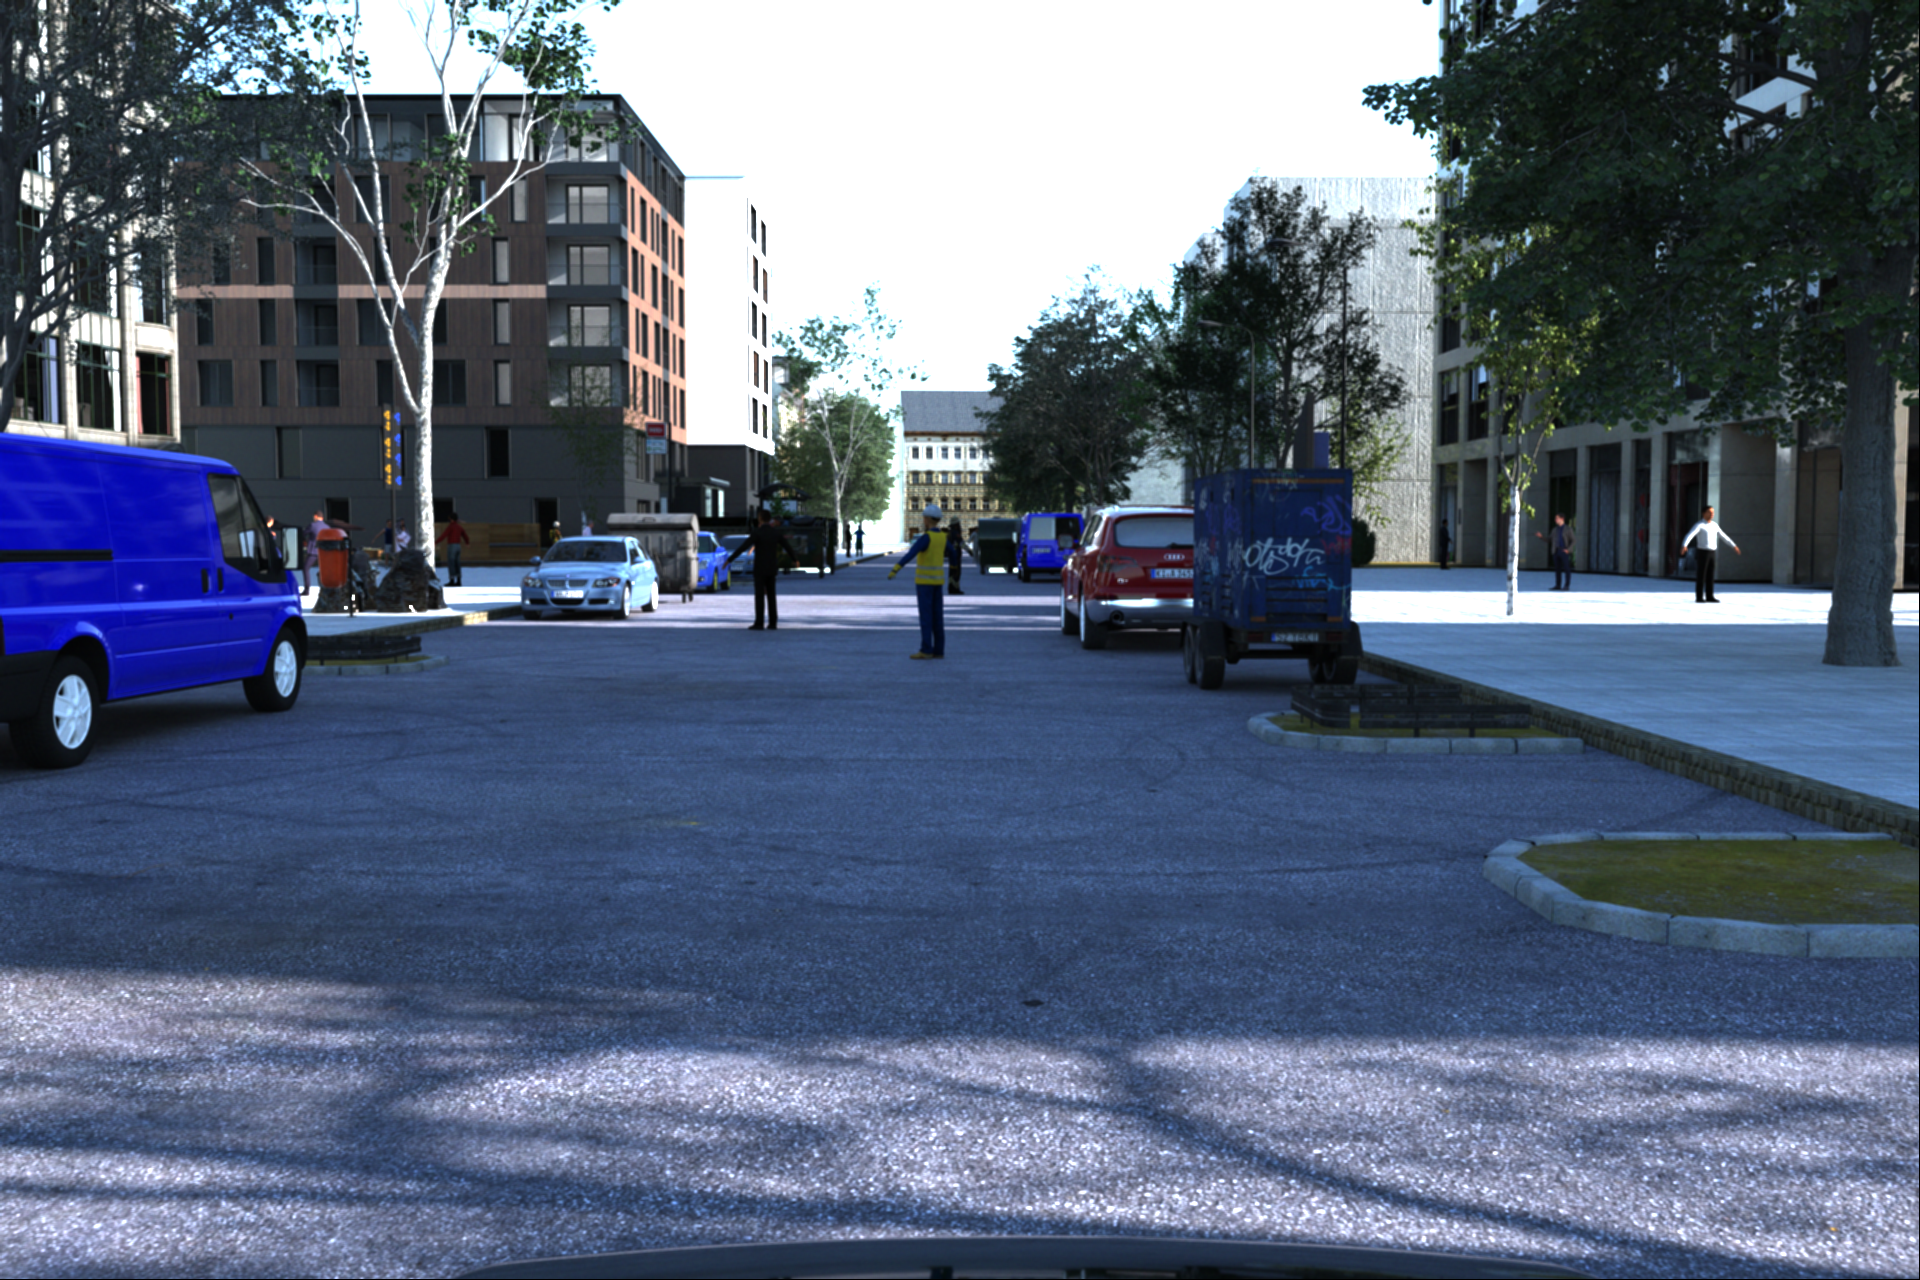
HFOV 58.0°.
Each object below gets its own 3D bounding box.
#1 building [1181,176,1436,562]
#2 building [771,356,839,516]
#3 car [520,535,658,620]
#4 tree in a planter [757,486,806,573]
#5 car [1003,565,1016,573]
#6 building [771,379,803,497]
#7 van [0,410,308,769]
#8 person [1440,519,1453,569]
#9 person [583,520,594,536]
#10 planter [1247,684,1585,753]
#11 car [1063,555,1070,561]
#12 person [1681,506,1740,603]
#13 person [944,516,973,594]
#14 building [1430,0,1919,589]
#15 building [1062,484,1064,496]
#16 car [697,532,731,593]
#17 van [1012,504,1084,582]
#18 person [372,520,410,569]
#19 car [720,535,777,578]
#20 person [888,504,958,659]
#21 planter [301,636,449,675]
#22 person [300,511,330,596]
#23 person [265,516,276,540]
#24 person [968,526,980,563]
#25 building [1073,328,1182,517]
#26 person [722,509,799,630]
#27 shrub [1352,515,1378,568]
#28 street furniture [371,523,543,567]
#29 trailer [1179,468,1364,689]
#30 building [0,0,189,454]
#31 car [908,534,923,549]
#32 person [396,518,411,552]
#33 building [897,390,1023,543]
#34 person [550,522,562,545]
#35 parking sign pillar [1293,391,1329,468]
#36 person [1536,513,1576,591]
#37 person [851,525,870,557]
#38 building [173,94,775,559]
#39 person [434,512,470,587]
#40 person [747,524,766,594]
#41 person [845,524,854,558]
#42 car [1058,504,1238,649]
[{"bbox_3d":[22.613,-13.944,94.443,16.747,18.905,31.486,0,4,-1],"label":"building"},{"bbox_3d":[-29.870,-22.672,214.664,27.936,21.610,32.646,0,4,0],"label":"building"},{"bbox_3d":[-6.456,-1.135,30.567,2.014,1.417,4.499,0,4,0],"label":"car"},{"bbox_3d":[-6.772,-4.116,64.521,1.991,3.239,1.994,0,4,0],"label":"tree in a planter"},{"bbox_3d":[2.583,-3.459,65.343,1.959,1.807,4.718,0,4,-1],"label":"car"},{"bbox_3d":[-27.788,-21.869,188.482,19.493,23.208,18.063,0,4,1],"label":"building"},{"bbox_3d":[-6.363,-0.480,12.234,2.240,2.365,5.245,0,4,-1],"label":"van"},{"bbox_3d":[17.614,-3.475,62.859,0.704,1.823,1.345,0,4,2],"label":"person"},{"bbox_3d":[-11.140,-2.765,52.184,0.436,1.711,0.756,-1,4,-16],"label":"person"},{"bbox_3d":[3.097,0.540,12.308,1.991,0.319,1.994,0,4,1],"label":"planter"},{"bbox_3d":[2.934,-1.357,31.982,2.009,1.686,4.222,0,4,0],"label":"car"},{"bbox_3d":[14.003,-1.608,32.441,1.344,1.810,0.704,-1,4,-19],"label":"person"},{"bbox_3d":[-0.101,-2.019,41.240,0.705,1.856,1.354,-2,4,-28],"label":"person"},{"bbox_3d":[29.068,-15.313,53.563,19.350,26.588,34.151,0,4,0],"label":"building"},{"bbox_3d":[21.675,-24.209,226.744,19.493,23.208,18.063,0,4,0],"label":"building"},{"bbox_3d":[-6.757,-2.055,43.186,1.945,1.707,3.694,0,3,0],"label":"car"},{"bbox_3d":[2.758,-2.967,52.895,2.240,2.365,5.245,0,4,-2],"label":"van"},{"bbox_3d":[-20.731,-3.476,62.996,1.345,1.807,0.704,-2,4,-32],"label":"person"},{"bbox_3d":[-6.501,-2.436,51.826,2.014,1.417,4.499,0,3,0],"label":"car"},{"bbox_3d":[-0.397,-0.675,19.963,0.721,1.772,1.216,3,4,37],"label":"person"},{"bbox_3d":[-6.608,0.159,18.541,1.991,0.319,1.994,0,4,0],"label":"planter"},{"bbox_3d":[-13.458,-1.805,36.000,0.568,1.767,0.683,3,4,37],"label":"person"},{"bbox_3d":[-16.312,-2.071,40.830,0.530,1.710,0.541,-1,4,-18],"label":"person"},{"bbox_3d":[0.818,-4.663,84.884,0.705,1.806,1.347,3,5,43],"label":"person"},{"bbox_3d":[22.188,-22.160,193.242,19.493,23.208,18.063,0,4,0],"label":"building"},{"bbox_3d":[-2.945,-1.061,26.022,1.346,1.802,0.704,-3,5,-39],"label":"person"},{"bbox_3d":[15.165,-3.786,66.328,1.690,2.028,1.600,0,3,0],"label":"shrub"},{"bbox_3d":[-20.867,-3.942,71.305,11.010,1.723,9.812,-2,4,-28],"label":"street furniture"},{"bbox_3d":[2.884,-0.609,17.009,1.471,1.999,3.904,0,4,-1],"label":"trailer"},{"bbox_3d":[-32.971,-13.780,41.959,14.369,24.946,33.146,0,4,1],"label":"building"},{"bbox_3d":[-2.788,-7.088,127.681,2.131,1.459,4.920,0,4,0],"label":"car"},{"bbox_3d":[-15.941,-2.611,49.403,0.621,1.740,0.551,1,4,12],"label":"person"},{"bbox_3d":[-0.066,-26.261,262.757,18.063,23.208,19.493,0,4,-5],"label":"building"},{"bbox_3d":[-18.687,-4.557,80.274,0.705,1.858,1.354,-2,4,-34],"label":"person"},{"bbox_3d":[6.750,-2.752,33.464,1.447,3.967,1.447,0,4,0],"label":"parking sign pillar"},{"bbox_3d":[13.512,-2.003,39.324,0.750,1.759,0.617,-1,4,-18],"label":"person"},{"bbox_3d":[-5.751,-5.657,98.619,1.347,1.817,0.704,-2,4,-24],"label":"person"},{"bbox_3d":[-26.183,-15.480,97.066,27.936,21.610,32.646,0,4,0],"label":"building"},{"bbox_3d":[-12.389,-2.214,42.301,0.704,1.816,1.345,2,4,24],"label":"person"},{"bbox_3d":[-4.736,-1.940,40.980,0.721,1.733,1.217,1,4,17],"label":"person"},{"bbox_3d":[-6.071,-5.438,94.843,0.705,1.837,1.347,-1,4,-15],"label":"person"},{"bbox_3d":[2.490,-0.881,23.079,2.281,1.827,5.304,0,4,-1],"label":"car"}]
